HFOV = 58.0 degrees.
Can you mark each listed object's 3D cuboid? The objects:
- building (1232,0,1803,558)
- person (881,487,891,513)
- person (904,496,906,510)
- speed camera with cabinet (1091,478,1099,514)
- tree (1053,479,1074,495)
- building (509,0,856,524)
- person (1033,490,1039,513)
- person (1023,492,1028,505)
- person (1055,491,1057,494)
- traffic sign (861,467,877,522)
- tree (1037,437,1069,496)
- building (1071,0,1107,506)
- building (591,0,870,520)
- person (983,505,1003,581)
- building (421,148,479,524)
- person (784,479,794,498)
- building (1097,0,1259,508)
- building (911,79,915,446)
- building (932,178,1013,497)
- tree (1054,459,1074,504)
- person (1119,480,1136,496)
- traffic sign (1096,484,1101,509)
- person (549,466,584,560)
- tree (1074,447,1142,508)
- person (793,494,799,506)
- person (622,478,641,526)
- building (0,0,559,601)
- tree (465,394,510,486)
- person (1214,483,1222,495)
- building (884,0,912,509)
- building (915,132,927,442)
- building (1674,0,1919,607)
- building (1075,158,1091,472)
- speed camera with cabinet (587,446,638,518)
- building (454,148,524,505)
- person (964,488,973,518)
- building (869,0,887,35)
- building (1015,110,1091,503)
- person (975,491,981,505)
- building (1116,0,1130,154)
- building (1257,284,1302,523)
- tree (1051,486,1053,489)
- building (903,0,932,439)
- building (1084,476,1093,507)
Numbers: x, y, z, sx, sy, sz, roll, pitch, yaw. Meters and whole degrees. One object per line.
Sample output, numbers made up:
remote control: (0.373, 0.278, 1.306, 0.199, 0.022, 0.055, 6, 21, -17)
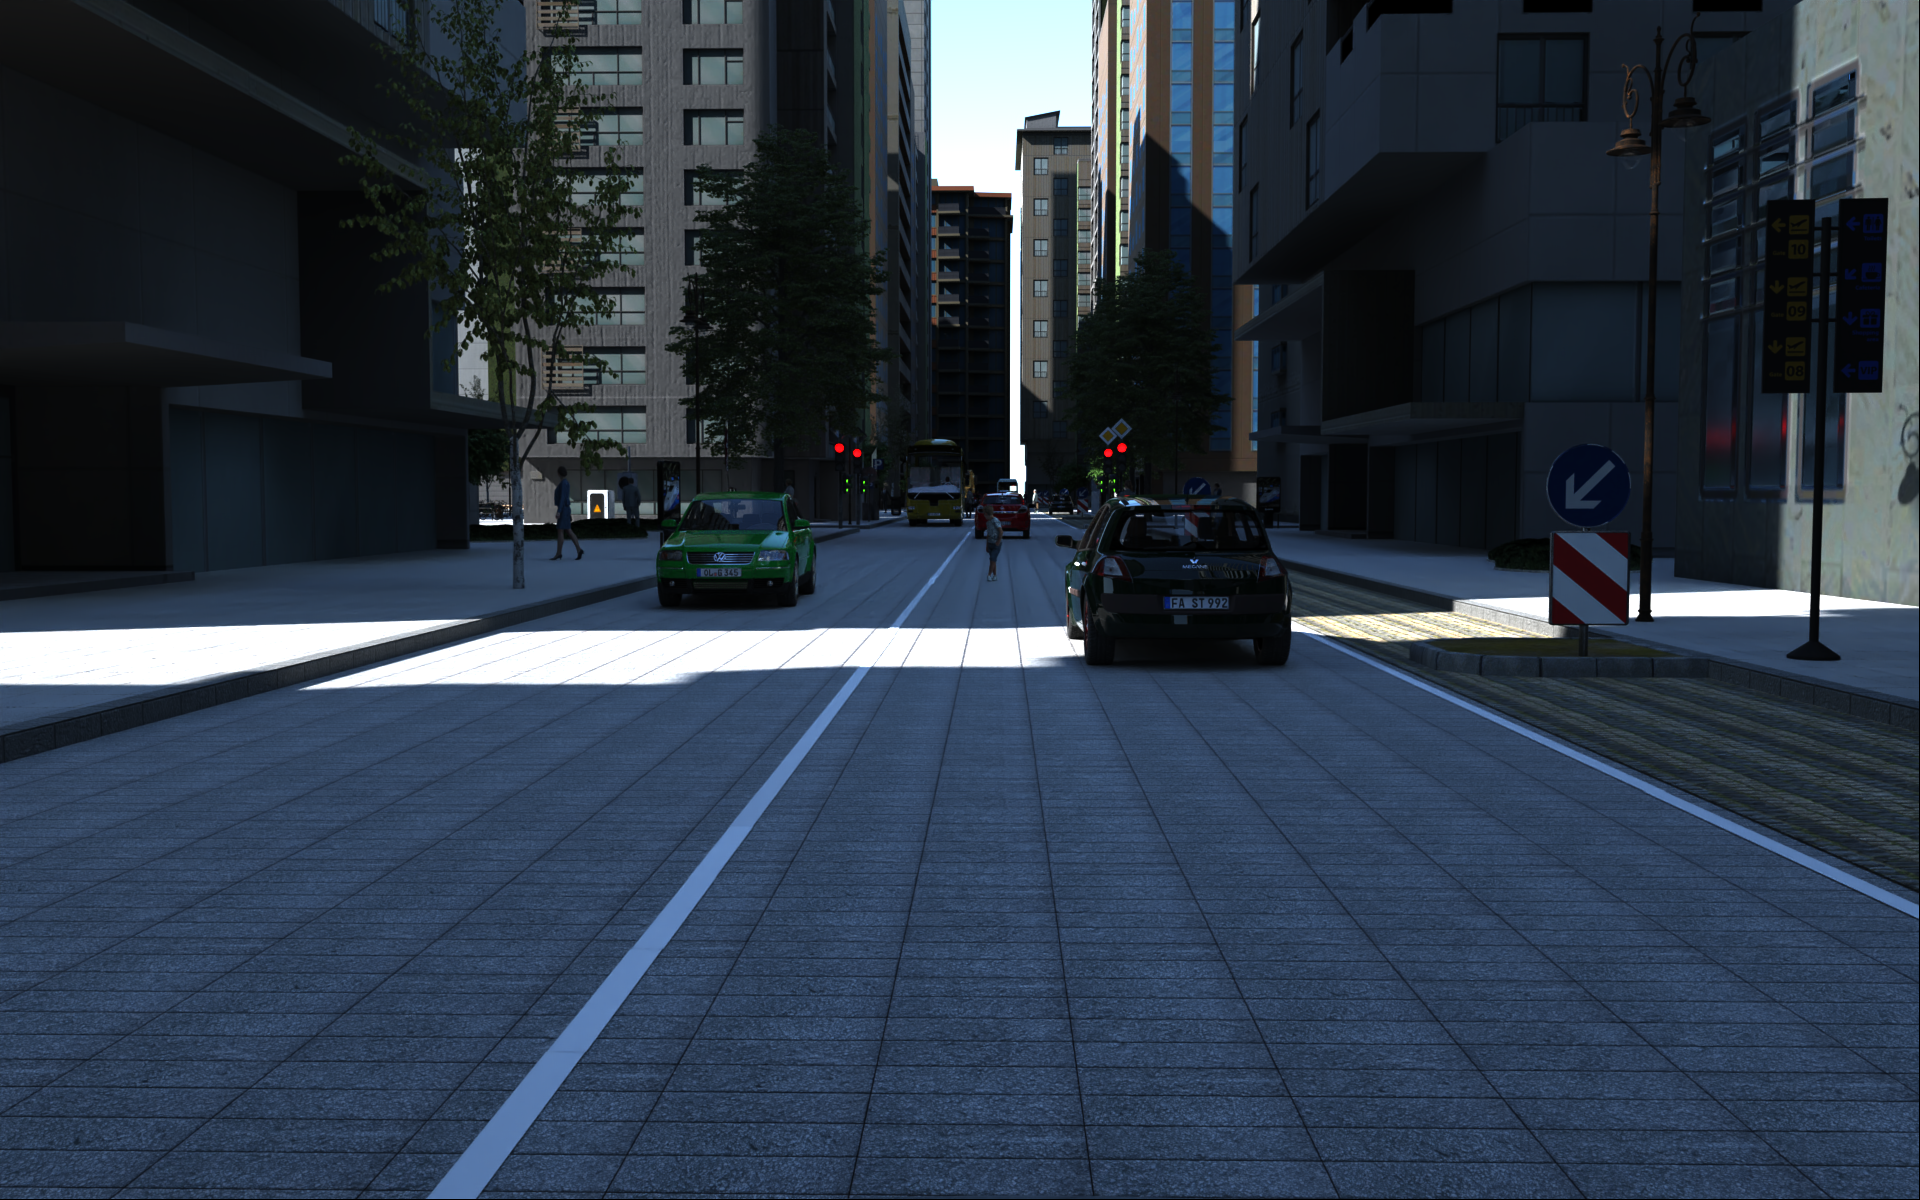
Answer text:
building: (22.678, -27.978, 46.682, 28.713, 52.752, 27.495, 0, 4, 1)
person: (-5.015, -6.737, 115.976, 0.659, 1.850, 0.755, 1, 4, 15)
person: (-4.300, -8.284, 142.482, 0.512, 1.701, 0.522, -3, 4, -37)
speed camera with cabinet: (8.711, -7.125, 110.836, 0.660, 3.252, 2.038, 0, 4, 5)
tree: (10.111, -10.267, 162.462, 1.663, 3.219, 1.824, 0, 3, 0)
building: (-12.044, -24.243, 79.963, 14.154, 41.232, 14.086, 0, 4, 1)
person: (5.644, -7.316, 128.598, 0.515, 1.767, 0.782, 1, 4, 22)
person: (7.512, -11.603, 199.136, 0.541, 1.710, 0.530, 1, 4, 22)
person: (12.254, -13.167, 222.259, 0.436, 1.711, 0.756, 0, 4, 6)
traffic sign: (-4.217, -4.897, 80.179, 0.768, 2.556, 0.104, 0, 4, 6)
tree: (11.641, -16.340, 217.514, 4.360, 8.622, 3.978, 0, 3, 0)
building: (23.302, -46.298, 195.222, 20.563, 71.187, 20.611, 0, 4, 1)
building: (-12.786, -25.592, 102.030, 14.154, 41.232, 14.086, 0, 4, 1)
person: (0.541, -0.937, 28.500, 0.352, 1.250, 0.332, 0, 4, 5)
building: (-28.595, -37.597, 52.971, 20.611, 71.187, 20.563, 0, 4, 1)
person: (-5.696, -3.179, 58.242, 0.641, 1.798, 0.478, 3, 4, 37)
building: (19.613, -30.866, 154.764, 14.600, 45.320, 14.200, 0, 4, 1)
building: (-11.835, -32.167, 176.037, 14.600, 45.320, 14.200, 0, 4, 1)
building: (-7.030, -35.993, 243.115, 28.867, 44.769, 22.147, 0, 4, 1)
tree: (10.268, -10.607, 157.137, 4.285, 4.588, 4.351, 0, 3, 0)
person: (4.167, -2.147, 43.871, 0.520, 1.790, 0.573, -2, 4, -26)
traffic sign: (8.746, -6.612, 108.210, 0.768, 2.556, 0.104, 0, 4, 6)
person: (-7.650, -1.685, 33.610, 0.654, 1.822, 0.581, 1, 4, 15)
tree: (9.255, -7.357, 104.002, 4.285, 4.588, 4.351, 0, 3, 0)
person: (-6.911, -3.762, 71.829, 0.475, 1.303, 0.640, 0, 4, 3)
person: (-10.487, -3.012, 55.384, 0.635, 1.810, 0.391, 0, 4, -3)
building: (-22.846, -26.678, 25.421, 28.713, 52.752, 27.495, 0, 4, 1)
tree: (-16.328, -4.483, 57.016, 4.285, 4.588, 4.351, 0, 3, 0)
person: (12.826, -4.896, 86.116, 0.654, 1.822, 0.581, -2, 4, -25)
building: (-15.619, -32.684, 158.089, 21.300, 48.544, 21.600, 0, 4, 1)
building: (-10.887, -30.989, 190.261, 14.154, 41.232, 14.086, 0, 4, 1)
building: (21.871, -42.557, 8.482, 22.319, 86.520, 31.000, 0, 4, 1)
building: (21.214, -32.410, 213.504, 14.154, 41.232, 14.086, 0, 4, 1)
speed camera with cabinet: (-14.417, -4.739, 71.817, 2.038, 3.252, 0.660, 1, 4, 15)
building: (-52.679, -40.928, 211.179, 28.212, 58.520, 21.231, 0, 4, 1)
person: (0.498, -5.766, 102.958, 0.473, 1.802, 0.592, 3, 5, 45)
building: (-12.989, -29.654, 134.946, 14.600, 45.320, 14.200, 0, 4, 1)
building: (21.654, -40.181, 246.201, 27.495, 52.752, 28.713, 0, 4, 1)
person: (1.598, -8.652, 150.788, 0.721, 1.723, 1.217, 1, 4, 14)
building: (19.258, -27.748, 137.271, 14.154, 41.232, 14.086, 0, 4, 1)
building: (25.440, -28.019, 81.807, 21.600, 48.544, 21.300, 0, 4, 1)
tree: (12.138, -13.252, 211.275, 1.663, 3.219, 1.824, 0, 3, 0)
building: (-14.066, -47.229, 210.438, 20.611, 71.187, 20.563, 0, 4, 1)
building: (28.883, -29.474, 173.774, 32.217, 40.220, 23.993, 0, 4, 1)
